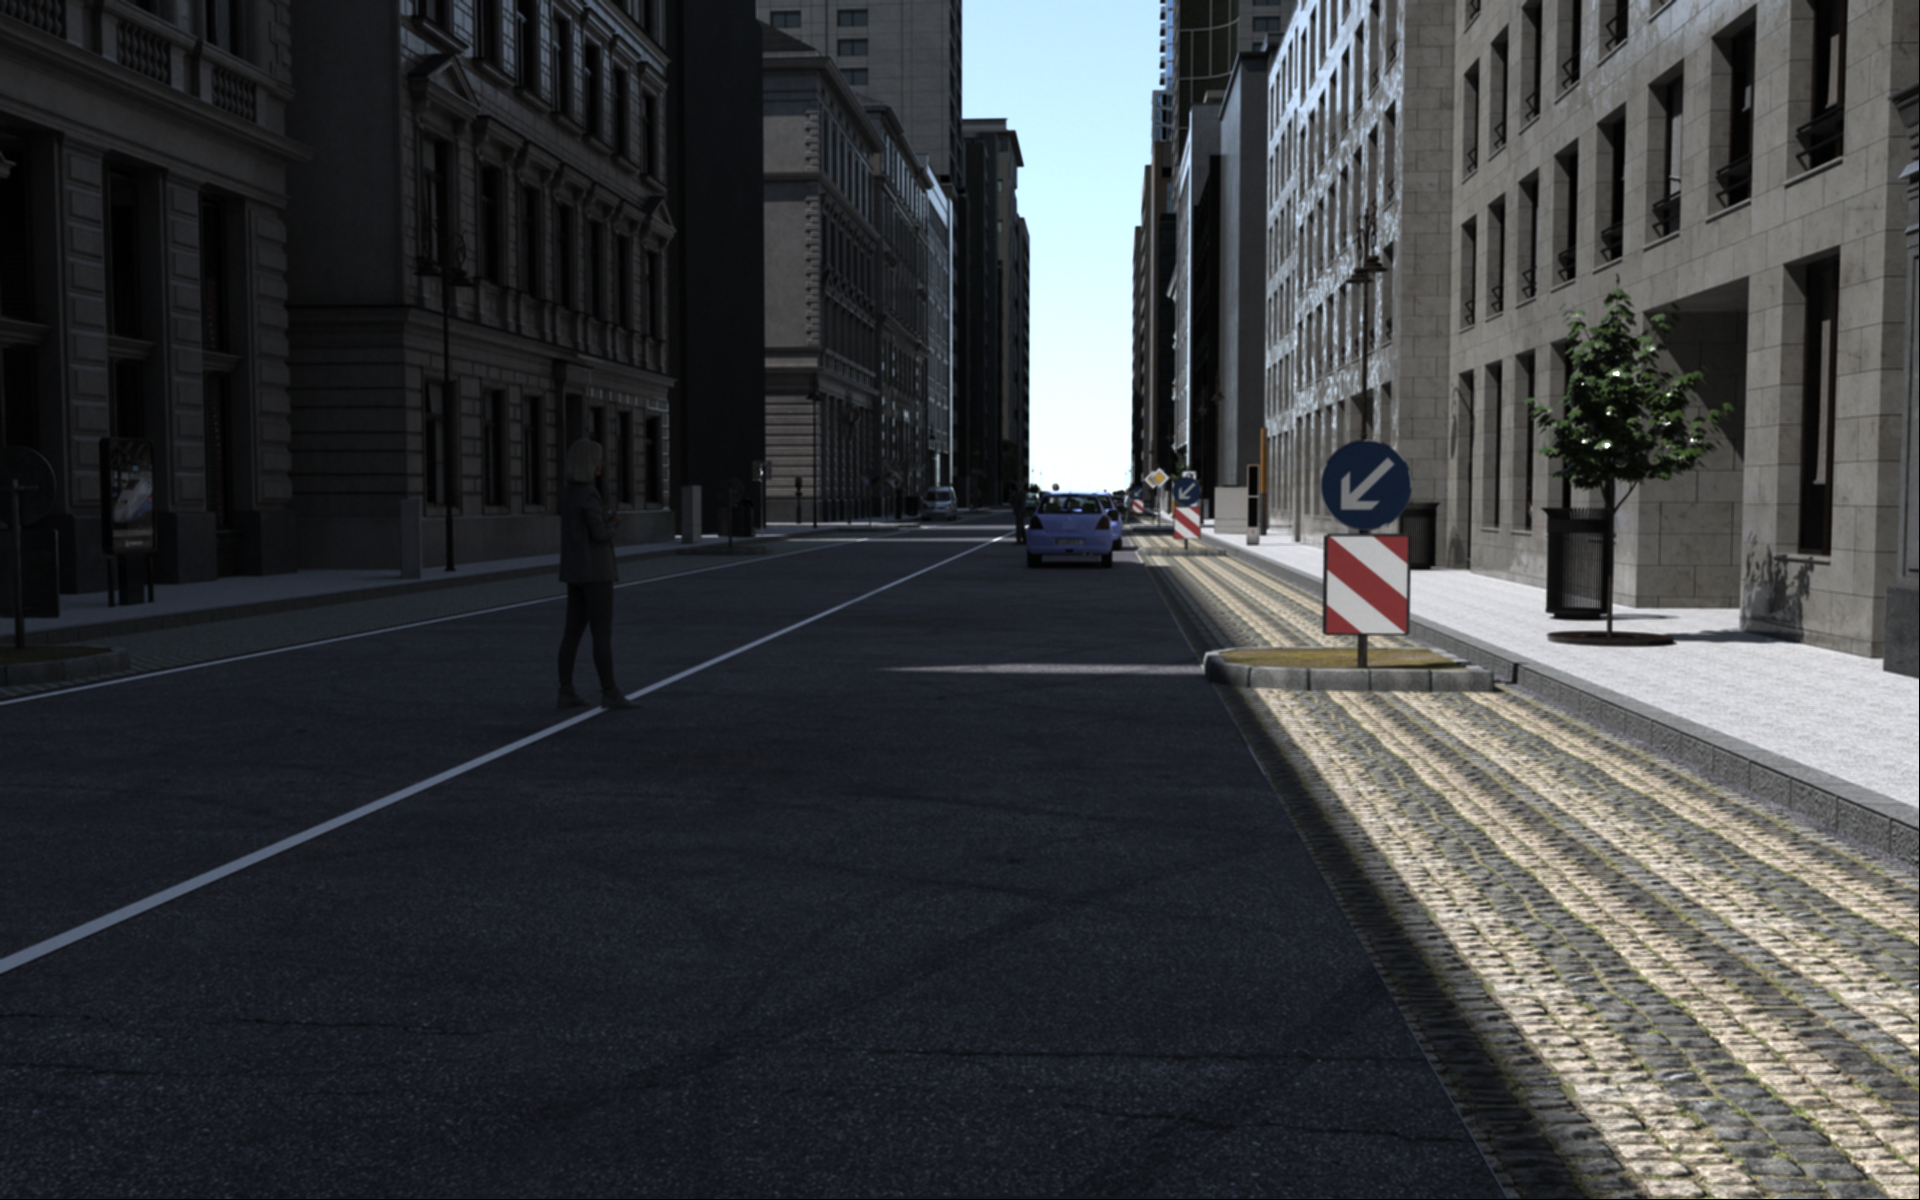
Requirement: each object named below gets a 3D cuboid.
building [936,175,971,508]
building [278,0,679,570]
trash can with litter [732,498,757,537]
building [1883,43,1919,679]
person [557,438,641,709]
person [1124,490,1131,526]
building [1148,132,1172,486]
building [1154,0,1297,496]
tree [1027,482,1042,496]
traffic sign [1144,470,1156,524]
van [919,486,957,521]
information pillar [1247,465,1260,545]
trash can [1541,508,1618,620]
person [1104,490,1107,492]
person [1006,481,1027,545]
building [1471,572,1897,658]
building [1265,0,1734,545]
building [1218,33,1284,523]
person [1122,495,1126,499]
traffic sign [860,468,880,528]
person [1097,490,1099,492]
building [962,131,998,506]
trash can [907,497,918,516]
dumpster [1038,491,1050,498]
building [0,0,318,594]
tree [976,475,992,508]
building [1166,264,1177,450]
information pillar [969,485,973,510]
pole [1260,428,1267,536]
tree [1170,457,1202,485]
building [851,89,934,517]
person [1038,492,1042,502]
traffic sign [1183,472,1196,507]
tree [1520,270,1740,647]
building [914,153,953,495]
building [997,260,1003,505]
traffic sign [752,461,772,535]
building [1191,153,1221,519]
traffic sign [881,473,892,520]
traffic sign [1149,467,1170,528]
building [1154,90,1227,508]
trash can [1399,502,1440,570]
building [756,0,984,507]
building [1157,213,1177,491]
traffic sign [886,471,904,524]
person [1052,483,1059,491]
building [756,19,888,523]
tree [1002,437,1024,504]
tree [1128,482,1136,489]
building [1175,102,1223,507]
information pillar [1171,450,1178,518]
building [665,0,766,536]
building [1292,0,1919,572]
[{"bbox_3d":[-6.579,-23.538,156.552,14.160,30.474,14.107,0,4,5],"label":"building"},{"bbox_3d":[-13.240,-10.618,38.237,10.561,19.102,19.286,0,4,5],"label":"building"},{"bbox_3d":[-6.408,-2.457,51.554,0.624,1.170,1.055,0,4,4],"label":"trash can with litter"},{"bbox_3d":[10.640,-9.390,2.678,9.793,20.994,18.267,0,4,5],"label":"building"},{"bbox_3d":[-2.463,-0.183,11.670,0.526,1.800,0.537,-1,4,-23],"label":"person"},{"bbox_3d":[7.481,-4.088,77.148,0.330,1.601,0.589,2,4,24],"label":"person"},{"bbox_3d":[30.670,-34.506,214.284,14.600,45.320,14.200,0,4,5],"label":"building"},{"bbox_3d":[32.344,-46.310,195.424,20.563,71.187,20.611,0,4,5],"label":"building"},{"bbox_3d":[12.126,-17.388,278.890,1.663,3.219,1.824,0,3,0],"label":"tree"},{"bbox_3d":[8.135,-4.243,73.023,0.795,2.450,0.064,0,4,5],"label":"traffic sign"},{"bbox_3d":[-1.100,-5.180,91.707,2.013,2.044,4.112,0,4,4],"label":"van"},{"bbox_3d":[7.376,-2.388,43.542,0.304,2.012,0.304,1,4,12],"label":"information pillar"},{"bbox_3d":[6.357,-0.377,17.812,0.748,1.137,0.748,0,3,0],"label":"trash can"},{"bbox_3d":[12.810,-8.814,152.606,0.705,1.824,1.348,-1,4,-16],"label":"person"},{"bbox_3d":[1.622,-2.463,48.947,0.590,1.801,0.661,0,4,-8],"label":"person"},{"bbox_3d":[12.967,-10.157,20.819,10.420,20.320,16.860,0,4,5],"label":"building"},{"bbox_3d":[15.672,-12.209,54.368,10.420,20.320,16.860,0,4,5],"label":"building"},{"bbox_3d":[27.351,-15.896,78.969,30.058,24.678,14.314,0,4,5],"label":"building"},{"bbox_3d":[16.197,-9.751,168.641,0.721,1.743,1.217,-2,4,-33],"label":"person"},{"bbox_3d":[-3.426,-3.813,65.979,0.795,2.450,0.064,0,4,5],"label":"traffic sign"},{"bbox_3d":[14.891,-10.966,187.654,0.709,1.838,0.599,2,4,23],"label":"person"},{"bbox_3d":[-3.211,-31.016,190.707,14.154,41.232,14.086,0,4,5],"label":"building"},{"bbox_3d":[-2.772,-5.465,101.002,0.748,1.137,0.748,0,3,0],"label":"trash can"},{"bbox_3d":[12.795,-15.504,261.702,1.865,1.857,1.264,0,4,6],"label":"dumpster"},{"bbox_3d":[-16.319,-11.611,18.713,11.050,23.489,19.941,0,4,5],"label":"building"},{"bbox_3d":[1.877,-9.958,157.411,1.663,3.219,1.824,0,3,0],"label":"tree"},{"bbox_3d":[22.380,-18.337,135.973,11.583,22.565,21.152,0,4,5],"label":"building"},{"bbox_3d":[0.904,-8.218,138.854,0.304,2.012,0.304,-1,4,-11],"label":"information pillar"},{"bbox_3d":[9.391,-3.652,53.558,0.158,3.312,0.155,0,3,0],"label":"pole"},{"bbox_3d":[11.700,-5.819,89.745,1.663,3.219,1.824,0,3,0],"label":"tree"},{"bbox_3d":[-8.968,-18.988,107.713,12.463,27.353,25.104,0,4,5],"label":"building"},{"bbox_3d":[11.683,-14.835,251.856,0.445,1.727,0.742,3,4,37],"label":"person"},{"bbox_3d":[10.331,-4.642,78.024,0.606,2.300,0.079,1,4,9],"label":"traffic sign"},{"bbox_3d":[5.529,-1.243,14.920,1.663,3.219,1.824,0,3,0],"label":"tree"},{"bbox_3d":[-7.420,-19.130,130.794,12.078,24.808,19.932,0,4,5],"label":"building"},{"bbox_3d":[-2.294,-26.561,205.977,14.160,30.474,14.107,0,4,5],"label":"building"},{"bbox_3d":[-6.120,-3.143,53.520,0.606,2.300,0.079,0,4,7],"label":"traffic sign"},{"bbox_3d":[19.521,-16.296,96.123,12.332,23.373,15.834,0,4,5],"label":"building"},{"bbox_3d":[-3.564,-5.031,84.386,0.606,2.300,0.079,1,4,13],"label":"traffic sign"},{"bbox_3d":[7.480,-3.757,65.064,0.795,2.450,0.064,0,4,5],"label":"traffic sign"},{"bbox_3d":[34.253,-28.568,158.971,32.217,40.220,23.993,0,4,5],"label":"building"},{"bbox_3d":[7.788,-1.091,29.488,0.748,1.137,0.748,0,3,0],"label":"trash can"},{"bbox_3d":[-8.127,-44.928,172.821,20.563,71.187,20.611,0,4,5],"label":"building"},{"bbox_3d":[27.495,-24.946,179.576,14.160,30.474,14.107,0,4,5],"label":"building"},{"bbox_3d":[-2.771,-4.299,73.937,0.795,2.450,0.064,0,4,5],"label":"traffic sign"},{"bbox_3d":[2.862,-2.697,53.086,0.515,1.767,0.782,0,4,5],"label":"person"},{"bbox_3d":[-10.252,-15.688,85.379,11.050,23.489,19.941,0,4,5],"label":"building"},{"bbox_3d":[6.226,-16.379,218.161,4.360,8.622,3.978,0,3,0],"label":"tree"},{"bbox_3d":[24.706,-15.529,248.493,1.663,3.219,1.824,0,3,0],"label":"tree"},{"bbox_3d":[20.750,-18.132,114.483,12.078,24.808,19.932,0,4,5],"label":"building"},{"bbox_3d":[11.497,-6.194,92.624,0.183,3.616,0.504,3,4,36],"label":"information pillar"},{"bbox_3d":[-15.723,-14.047,59.340,15.834,23.373,12.332,0,4,5],"label":"building"},{"bbox_3d":[13.503,-11.187,37.660,10.420,20.320,16.860,0,4,5],"label":"building"}]
